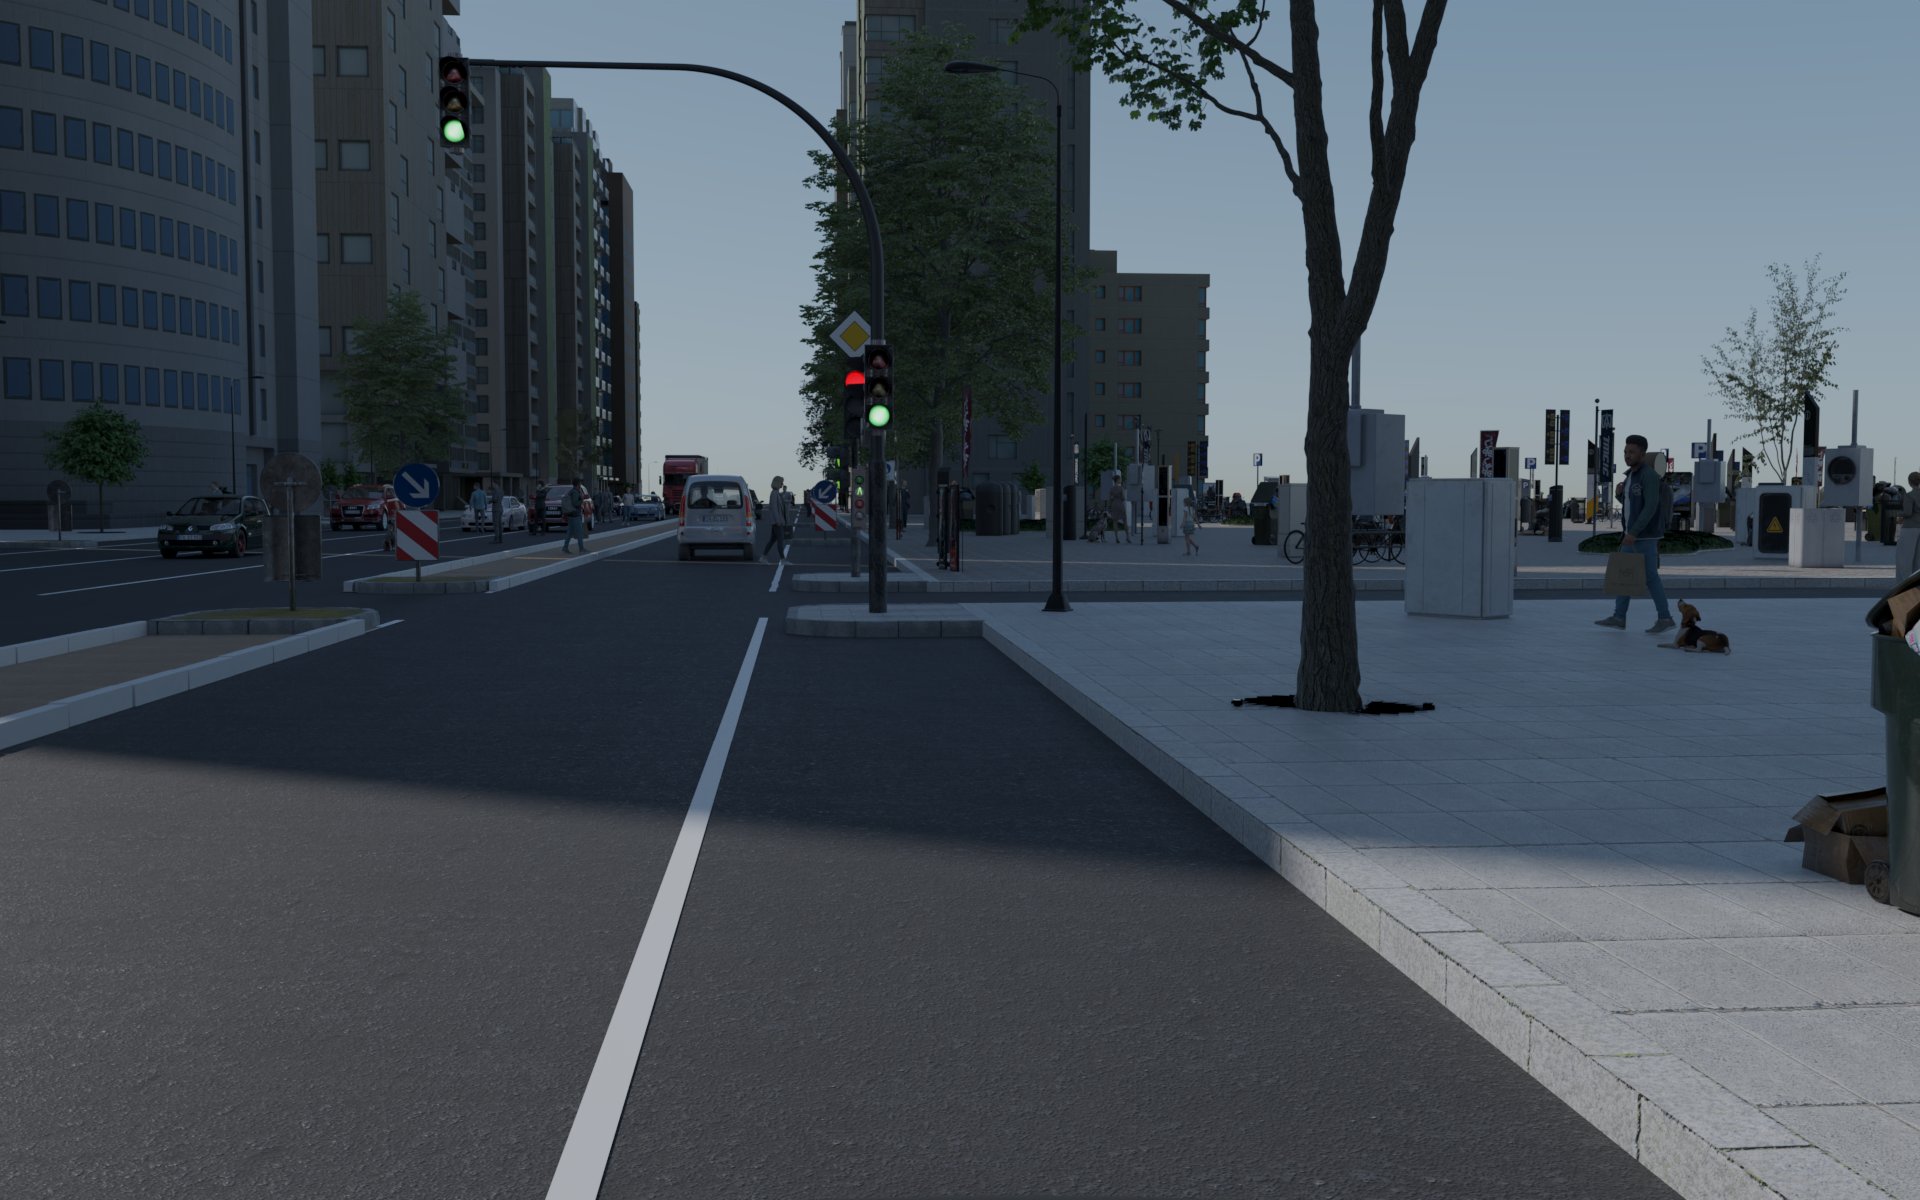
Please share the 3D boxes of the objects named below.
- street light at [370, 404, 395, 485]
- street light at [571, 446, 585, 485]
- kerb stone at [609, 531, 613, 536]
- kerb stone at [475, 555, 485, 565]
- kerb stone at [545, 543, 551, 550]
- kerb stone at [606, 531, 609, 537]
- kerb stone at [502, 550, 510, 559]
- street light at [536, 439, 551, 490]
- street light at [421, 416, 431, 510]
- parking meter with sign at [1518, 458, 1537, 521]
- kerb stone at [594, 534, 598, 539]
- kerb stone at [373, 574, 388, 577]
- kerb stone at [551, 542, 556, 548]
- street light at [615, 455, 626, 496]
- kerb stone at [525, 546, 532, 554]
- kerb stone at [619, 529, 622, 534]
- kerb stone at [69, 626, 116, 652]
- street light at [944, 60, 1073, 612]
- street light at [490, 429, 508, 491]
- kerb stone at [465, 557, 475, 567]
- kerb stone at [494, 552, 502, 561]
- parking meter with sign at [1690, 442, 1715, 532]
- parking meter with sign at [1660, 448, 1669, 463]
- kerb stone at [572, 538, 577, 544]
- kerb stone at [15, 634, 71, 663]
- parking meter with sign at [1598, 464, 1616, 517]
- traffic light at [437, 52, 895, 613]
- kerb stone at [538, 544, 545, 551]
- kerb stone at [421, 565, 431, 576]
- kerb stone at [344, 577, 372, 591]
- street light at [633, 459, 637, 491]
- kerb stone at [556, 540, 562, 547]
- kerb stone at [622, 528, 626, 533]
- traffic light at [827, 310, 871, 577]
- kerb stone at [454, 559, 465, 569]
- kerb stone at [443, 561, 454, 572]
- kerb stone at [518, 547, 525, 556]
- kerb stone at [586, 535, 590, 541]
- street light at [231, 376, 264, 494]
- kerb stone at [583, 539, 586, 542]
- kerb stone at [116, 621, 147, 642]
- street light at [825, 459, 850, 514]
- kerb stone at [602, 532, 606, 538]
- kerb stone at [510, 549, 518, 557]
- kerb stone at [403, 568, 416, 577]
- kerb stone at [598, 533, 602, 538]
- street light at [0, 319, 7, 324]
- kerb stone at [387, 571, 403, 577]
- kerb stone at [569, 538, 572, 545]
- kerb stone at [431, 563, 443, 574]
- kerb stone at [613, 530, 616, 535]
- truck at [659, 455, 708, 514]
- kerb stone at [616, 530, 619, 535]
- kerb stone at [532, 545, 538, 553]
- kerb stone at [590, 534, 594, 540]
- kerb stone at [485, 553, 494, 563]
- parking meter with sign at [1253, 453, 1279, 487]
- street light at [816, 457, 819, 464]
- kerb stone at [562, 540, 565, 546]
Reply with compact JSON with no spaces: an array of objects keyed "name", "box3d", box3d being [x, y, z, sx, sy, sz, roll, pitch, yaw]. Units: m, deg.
[{"name":"street light","box3d":[-29.771,-7.137,89.234,1.470,5.913,1.316,0,4,-5]},{"name":"street light","box3d":[-36.818,-11.880,166.780,1.470,5.913,1.316,0,4,-5]},{"name":"kerb stone","box3d":[-11.923,-2.214,58.473,0.120,0.150,1.000,0,4,-5]},{"name":"kerb stone","box3d":[-9.813,-0.783,35.016,0.120,0.150,1.000,0,4,-5]},{"name":"kerb stone","box3d":[-10.645,-1.345,44.190,0.120,0.150,1.000,0,4,-5]},{"name":"kerb stone","box3d":[-11.836,-2.156,57.447,0.120,0.150,1.000,0,4,-5]},{"name":"kerb stone","box3d":[-10.088,-0.971,38.074,0.120,0.150,1.000,0,4,-5]},{"name":"street light","box3d":[-34.928,-10.557,145.143,1.470,5.913,1.316,0,4,-5]},{"name":"street light","box3d":[-30.942,-7.887,101.488,1.470,5.913,1.316,0,4,-5]},{"name":"parking meter with sign","box3d":[27.190,-5.344,83.628,0.543,3.016,1.738,0,4,-5]},{"name":"kerb stone","box3d":[-11.559,-1.968,54.373,0.120,0.150,1.000,0,4,-5]},{"name":"kerb stone","box3d":[-9.092,-0.279,26.839,0.120,0.150,1.000,0,4,-5]},{"name":"kerb stone","box3d":[-10.734,-1.406,45.208,0.120,0.150,1.000,0,4,-5]},{"name":"street light","box3d":[-40.342,-14.250,205.530,1.470,5.913,1.316,0,4,-5]},{"name":"kerb stone","box3d":[-10.372,-1.158,41.131,0.120,0.150,1.000,0,4,-5]},{"name":"kerb stone","box3d":[-12.199,-2.406,61.526,0.120,0.150,1.000,0,4,-5]},{"name":"kerb stone","box3d":[-8.116,0.375,16.060,0.120,0.150,1.000,0,4,-5]},{"name":"street light","box3d":[0.531,-2.828,18.785,1.470,5.913,1.316,0,4,-5]},{"name":"street light","box3d":[-32.835,-9.224,123.354,1.470,5.913,1.316,0,4,-5]},{"name":"kerb stone","box3d":[-9.733,-0.722,33.997,0.120,0.150,1.000,0,4,-5]},{"name":"kerb stone","box3d":[-10.000,-0.908,37.056,0.120,0.150,1.000,0,4,-5]},{"name":"parking meter with sign","box3d":[24.740,-3.748,57.537,0.543,3.016,1.738,1,4,11]},{"name":"parking meter with sign","box3d":[27.772,-4.286,66.344,1.738,3.016,0.543,0,4,-2]},{"name":"kerb stone","box3d":[-11.100,-1.656,49.281,0.120,0.150,1.000,0,4,-5]},{"name":"kerb stone","box3d":[-8.021,0.438,15.042,0.120,0.150,1.000,0,4,-5]},{"name":"parking meter with sign","box3d":[37.054,-6.302,99.299,0.543,3.016,1.738,3,4,38]},{"name":"traffic light","box3d":[-2.992,-2.671,18.341,4.771,5.953,1.251,0,4,-5]},{"name":"kerb stone","box3d":[-10.553,-1.283,43.172,0.120,0.150,1.000,0,4,-5]},{"name":"kerb stone","box3d":[-9.358,-0.472,29.914,0.120,0.150,1.000,0,4,-5]},{"name":"kerb stone","box3d":[-8.995,-0.222,25.820,0.120,0.150,1.000,0,4,-5]},{"name":"street light","box3d":[-42.209,-15.546,226.714,1.470,5.913,1.316,0,4,-5]},{"name":"kerb stone","box3d":[-10.821,-1.469,46.226,0.120,0.150,1.000,0,4,-5]},{"name":"kerb stone","box3d":[-12.282,-2.466,62.546,0.120,0.150,1.000,0,4,-5]},{"name":"traffic light","box3d":[-1.629,-2.306,26.622,0.839,4.253,0.868,0,4,-5]},{"name":"kerb stone","box3d":[-9.642,-0.660,32.979,0.120,0.150,1.000,0,4,-5]},{"name":"kerb stone","box3d":[-9.556,-0.597,31.959,0.120,0.150,1.000,0,4,-5]},{"name":"kerb stone","box3d":[-10.281,-1.096,40.113,0.120,0.150,1.000,0,4,-5]},{"name":"kerb stone","box3d":[-11.369,-1.843,52.335,0.120,0.150,1.000,0,4,-5]},{"name":"street light","box3d":[-27.991,-5.841,68.043,1.470,5.913,1.316,0,4,-5]},{"name":"kerb stone","box3d":[-11.280,-1.780,51.317,0.120,0.150,1.000,0,4,-5]},{"name":"kerb stone","box3d":[-8.213,0.318,17.080,0.120,0.150,1.000,0,4,-5]},{"name":"street light","box3d":[-7.936,-8.632,113.669,1.470,5.913,1.316,0,4,-5]},{"name":"kerb stone","box3d":[-11.743,-2.087,56.427,0.120,0.150,1.000,0,4,-5]},{"name":"kerb stone","box3d":[-10.182,-1.034,39.095,0.120,0.150,1.000,0,4,-5]},{"name":"kerb stone","box3d":[-9.268,-0.406,28.885,0.120,0.150,1.000,0,4,-5]},{"name":"kerb stone","box3d":[-11.649,-2.031,55.397,0.120,0.150,1.000,0,4,-5]},{"name":"street light","box3d":[-26.010,-4.498,46.083,1.470,5.913,1.316,0,4,-5]},{"name":"kerb stone","box3d":[-9.177,-0.346,27.859,0.120,0.150,1.000,0,4,-5]},{"name":"kerb stone","box3d":[-11.001,-1.593,48.262,0.120,0.150,1.000,0,4,-5]},{"name":"kerb stone","box3d":[-9.448,-0.534,30.932,0.120,0.150,1.000,0,4,-5]},{"name":"kerb stone","box3d":[-12.011,-2.281,59.491,0.120,0.150,1.000,0,4,-5]},{"name":"truck","box3d":[-19.971,-8.384,125.994,2.839,4.237,11.283,0,4,-4]},{"name":"kerb stone","box3d":[-12.101,-2.342,60.509,0.120,0.150,1.000,0,4,-5]},{"name":"kerb stone","box3d":[-10.462,-1.221,42.154,0.120,0.150,1.000,0,4,-5]},{"name":"kerb stone","box3d":[-11.468,-1.906,53.352,0.120,0.150,1.000,0,4,-5]},{"name":"kerb stone","box3d":[-9.910,-0.843,36.033,0.120,0.150,1.000,0,4,-5]},{"name":"parking meter with sign","box3d":[13.470,-4.782,74.447,1.738,3.016,0.543,-2,4,-26]},{"name":"street light","box3d":[-13.796,-12.557,177.845,1.470,5.913,1.316,0,4,-5]},{"name":"kerb stone","box3d":[-10.910,-1.532,47.244,0.120,0.150,1.000,0,4,-5]}]
